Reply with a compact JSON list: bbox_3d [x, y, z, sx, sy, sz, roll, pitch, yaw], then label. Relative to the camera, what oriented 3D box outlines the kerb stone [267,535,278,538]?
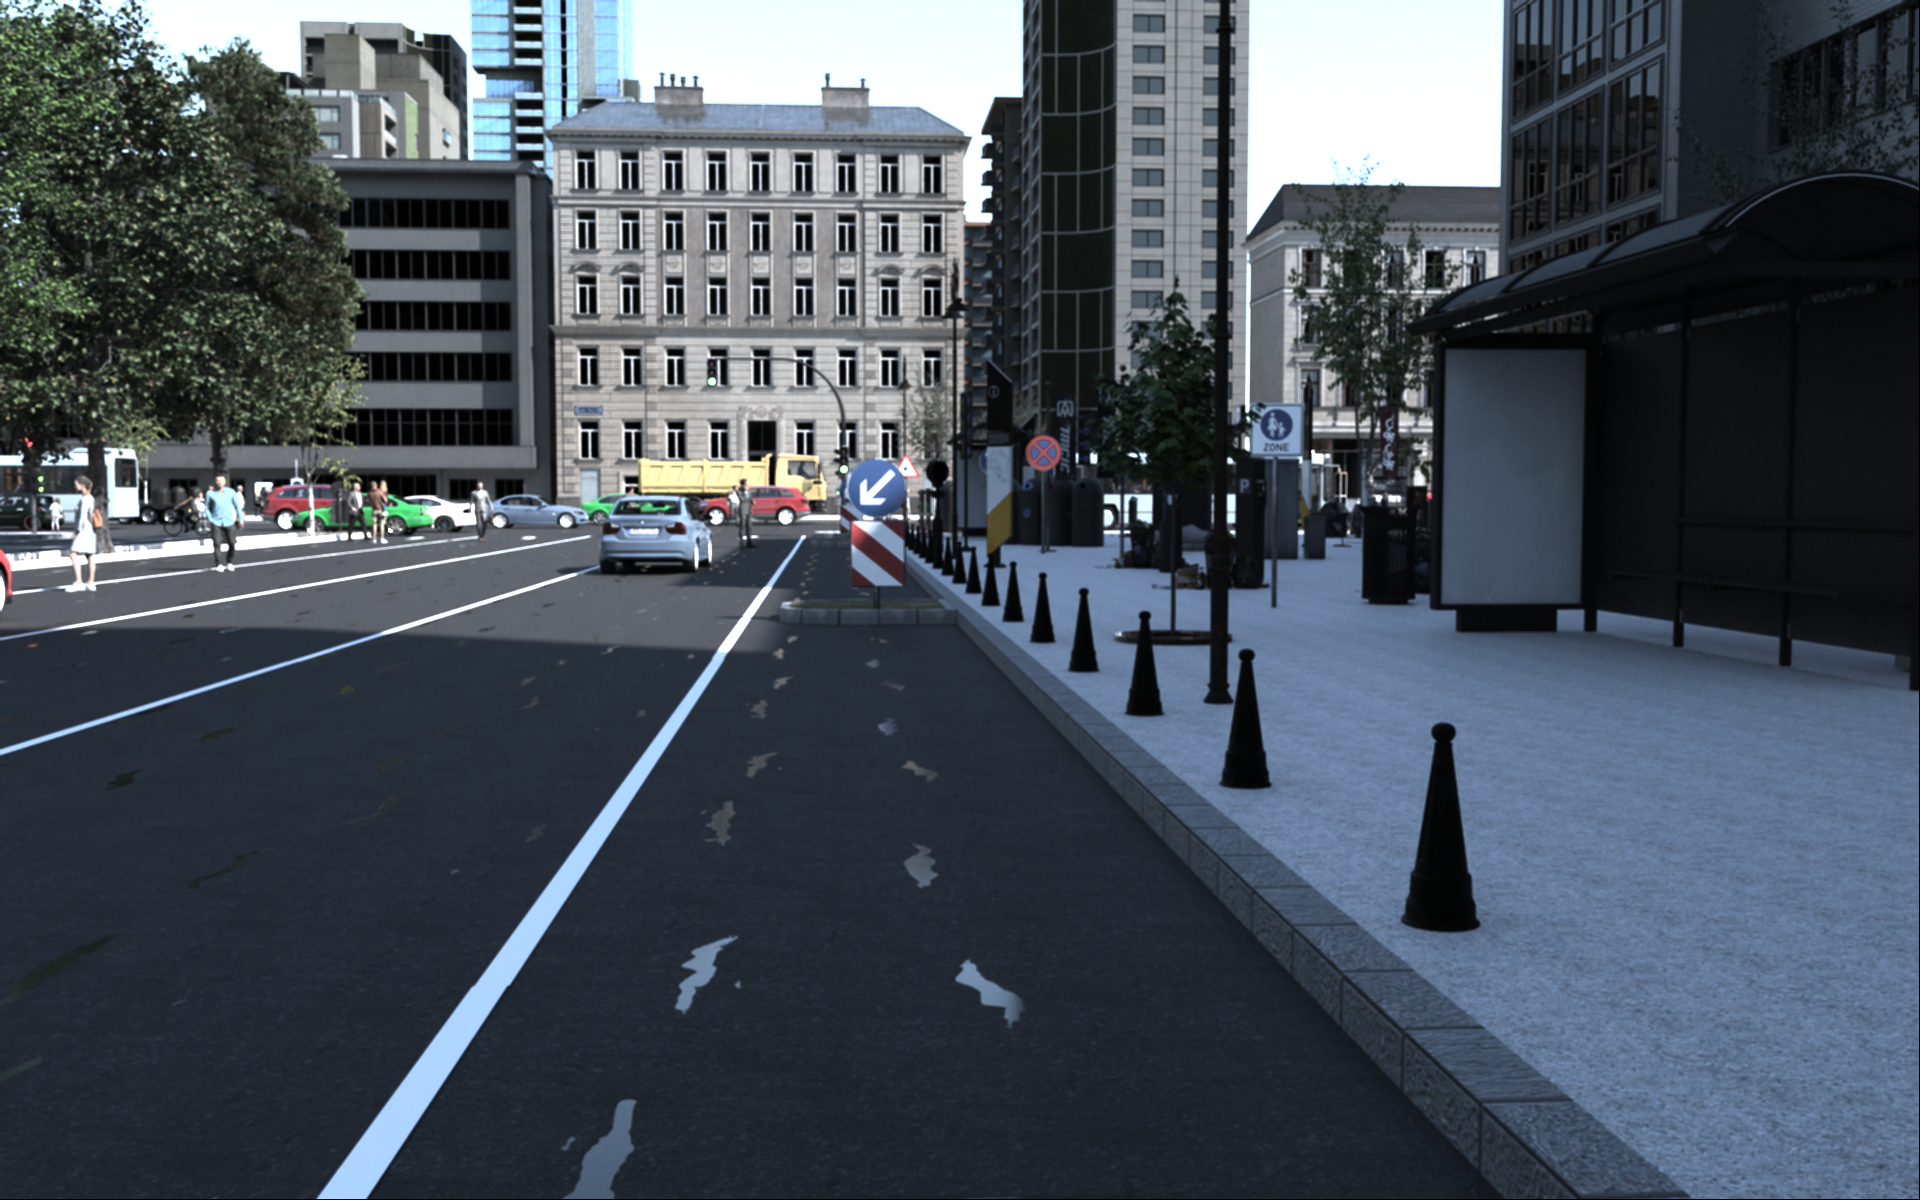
[{"bbox_3d":[-21.442,-1.921,53.660,0.120,0.150,1.000,0,4,-4],"label":"kerb stone"}]

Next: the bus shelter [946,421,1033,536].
[{"bbox_3d":[0.784,-3.425,49.917,2.014,3.302,5.546,0,4,-4],"label":"bus shelter"}]

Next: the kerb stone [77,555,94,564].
[{"bbox_3d":[-17.995,-0.804,35.344,0.120,0.150,1.000,0,4,-4],"label":"kerb stone"}]

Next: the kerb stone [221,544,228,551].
[{"bbox_3d":[-18.605,-1.306,43.548,0.120,0.150,1.000,0,4,-4],"label":"kerb stone"}]

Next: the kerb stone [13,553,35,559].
[{"bbox_3d":[-20.238,-0.921,37.253,0.120,0.150,1.000,0,4,-4],"label":"kerb stone"}]

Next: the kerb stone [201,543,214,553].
[{"bbox_3d":[-18.525,-1.243,42.525,0.120,0.150,1.000,0,4,-4],"label":"kerb stone"}]

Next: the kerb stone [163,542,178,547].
[{"bbox_3d":[-20.841,-1.423,45.457,0.120,0.150,1.000,0,4,-4],"label":"kerb stone"}]

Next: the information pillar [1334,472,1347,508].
[{"bbox_3d":[12.974,-3.338,59.068,0.304,2.012,0.304,-2,4,-32],"label":"information pillar"}]

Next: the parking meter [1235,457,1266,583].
[{"bbox_3d":[4.186,-1.177,24.955,0.255,1.863,0.399,-3,5,-42],"label":"parking meter"}]

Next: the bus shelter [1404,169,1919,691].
[{"bbox_3d":[5.367,-1.203,13.593,2.014,3.302,5.546,0,4,-4],"label":"bus shelter"}]

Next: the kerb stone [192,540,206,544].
[{"bbox_3d":[-20.989,-1.548,47.508,0.120,0.150,1.000,0,4,-4],"label":"kerb stone"}]

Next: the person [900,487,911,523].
[{"bbox_3d":[-1.999,-3.335,64.039,0.522,1.701,0.512,-1,4,-8],"label":"person"}]

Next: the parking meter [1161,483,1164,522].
[{"bbox_3d":[4.580,-1.942,37.458,0.399,1.863,0.255,3,4,36],"label":"parking meter"}]

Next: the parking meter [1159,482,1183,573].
[{"bbox_3d":[3.454,-1.219,28.349,0.372,1.533,0.369,0,3,0],"label":"parking meter"}]

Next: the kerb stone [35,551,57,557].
[{"bbox_3d":[-20.315,-0.980,38.283,0.120,0.150,1.000,0,4,-4],"label":"kerb stone"}]

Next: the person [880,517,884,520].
[{"bbox_3d":[-3.928,-4.682,85.235,0.473,1.802,0.592,1,4,19],"label":"person"}]

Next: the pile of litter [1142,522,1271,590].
[{"bbox_3d":[3.435,-0.598,23.747,1.719,0.858,1.176,0,4,2],"label":"pile of litter"}]

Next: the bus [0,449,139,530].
[{"bbox_3d":[-40.754,-4.623,70.452,13.247,3.499,2.948,0,4,-4],"label":"bus"}]

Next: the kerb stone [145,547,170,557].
[{"bbox_3d":[-18.305,-1.055,39.450,0.120,0.150,1.000,0,4,-4],"label":"kerb stone"}]

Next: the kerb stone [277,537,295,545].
[{"bbox_3d":[-18.975,-1.619,48.694,0.120,0.150,1.000,0,4,-4],"label":"kerb stone"}]

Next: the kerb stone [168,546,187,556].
[{"bbox_3d":[-18.378,-1.118,40.477,0.120,0.150,1.000,0,4,-4],"label":"kerb stone"}]

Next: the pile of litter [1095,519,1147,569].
[{"bbox_3d":[3.216,-0.990,30.155,1.719,0.858,1.176,3,5,40],"label":"pile of litter"}]

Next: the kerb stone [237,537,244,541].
[{"bbox_3d":[-21.219,-1.735,50.578,0.120,0.150,1.000,0,4,-4],"label":"kerb stone"}]

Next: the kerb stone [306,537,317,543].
[{"bbox_3d":[-19.134,-1.746,50.750,0.120,0.150,1.000,0,4,-4],"label":"kerb stone"}]

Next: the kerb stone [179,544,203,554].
[{"bbox_3d":[-18.453,-1.181,41.501,0.120,0.150,1.000,0,4,-4],"label":"kerb stone"}]

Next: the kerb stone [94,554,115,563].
[{"bbox_3d":[-18.072,-0.867,36.373,0.120,0.150,1.000,0,4,-4],"label":"kerb stone"}]

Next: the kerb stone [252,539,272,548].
[{"bbox_3d":[-18.823,-1.489,46.633,0.120,0.150,1.000,0,4,-4],"label":"kerb stone"}]

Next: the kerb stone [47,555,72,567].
[{"bbox_3d":[-17.924,-0.740,34.321,0.120,0.150,1.000,0,4,-4],"label":"kerb stone"}]

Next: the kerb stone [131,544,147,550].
[{"bbox_3d":[-20.693,-1.298,43.410,0.120,0.150,1.000,0,4,-4],"label":"kerb stone"}]

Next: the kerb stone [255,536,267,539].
[{"bbox_3d":[-21.368,-1.859,52.632,0.120,0.150,1.000,0,4,-4],"label":"kerb stone"}]

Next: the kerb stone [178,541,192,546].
[{"bbox_3d":[-20.915,-1.479,46.481,0.120,0.150,1.000,0,4,-4],"label":"kerb stone"}]

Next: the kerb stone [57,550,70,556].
[{"bbox_3d":[-20.397,-1.047,39.306,0.120,0.150,1.000,0,4,-4],"label":"kerb stone"}]

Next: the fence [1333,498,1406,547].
[{"bbox_3d":[10.235,-1.938,42.889,2.264,1.192,0.480,-2,4,-32],"label":"fence"}]

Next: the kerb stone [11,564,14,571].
[{"bbox_3d":[-17.771,-0.616,32.267,0.120,0.150,1.000,0,4,-4],"label":"kerb stone"}]

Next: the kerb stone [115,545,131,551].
[{"bbox_3d":[-20.616,-1.235,42.384,0.120,0.150,1.000,0,4,-4],"label":"kerb stone"}]

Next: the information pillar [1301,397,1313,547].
[{"bbox_3d":[8.440,-3.104,42.111,0.183,3.616,0.504,-1,4,-9],"label":"information pillar"}]

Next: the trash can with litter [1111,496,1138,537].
[{"bbox_3d":[5.387,-2.515,52.170,1.678,1.210,2.233,1,4,17],"label":"trash can with litter"}]

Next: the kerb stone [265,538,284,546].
[{"bbox_3d":[-18.903,-1.557,47.670,0.120,0.150,1.000,0,4,-4],"label":"kerb stone"}]

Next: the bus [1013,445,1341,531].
[{"bbox_3d":[8.485,-4.402,66.834,13.247,3.499,2.948,0,4,-6],"label":"bus"}]

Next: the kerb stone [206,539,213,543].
[{"bbox_3d":[-21.070,-1.611,48.531,0.120,0.150,1.000,0,4,-4],"label":"kerb stone"}]

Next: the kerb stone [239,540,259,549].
[{"bbox_3d":[-18.747,-1.428,45.598,0.120,0.150,1.000,0,4,-4],"label":"kerb stone"}]

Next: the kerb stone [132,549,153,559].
[{"bbox_3d":[-18.217,-0.992,38.427,0.120,0.150,1.000,0,4,-4],"label":"kerb stone"}]

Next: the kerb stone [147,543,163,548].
[{"bbox_3d":[-20.771,-1.355,44.433,0.120,0.150,1.000,0,4,-4],"label":"kerb stone"}]

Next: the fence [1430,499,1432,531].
[{"bbox_3d":[7.729,-1.010,27.713,0.480,1.192,2.264,0,4,5],"label":"fence"}]

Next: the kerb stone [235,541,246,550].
[{"bbox_3d":[-18.677,-1.369,44.571,0.120,0.150,1.000,0,4,-4],"label":"kerb stone"}]

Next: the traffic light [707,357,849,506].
[{"bbox_3d":[-6.002,-5.085,57.801,4.771,5.953,1.251,0,4,-4],"label":"traffic light"}]

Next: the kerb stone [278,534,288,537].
[{"bbox_3d":[-21.521,-1.987,54.689,0.120,0.150,1.000,0,4,-4],"label":"kerb stone"}]

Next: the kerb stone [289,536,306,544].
[{"bbox_3d":[-19.052,-1.684,49.727,0.120,0.150,1.000,0,4,-4],"label":"kerb stone"}]

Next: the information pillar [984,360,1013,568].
[{"bbox_3d":[0.680,-2.372,30.142,0.504,3.616,0.183,2,4,32],"label":"information pillar"}]

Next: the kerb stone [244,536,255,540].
[{"bbox_3d":[-21.298,-1.799,51.602,0.120,0.150,1.000,0,4,-4],"label":"kerb stone"}]

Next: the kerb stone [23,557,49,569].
[{"bbox_3d":[-17.848,-0.678,33.297,0.120,0.150,1.000,0,4,-4],"label":"kerb stone"}]

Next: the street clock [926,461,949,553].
[{"bbox_3d":[-0.491,-2.027,37.704,0.471,2.002,0.358,-3,5,-39],"label":"street clock"}]

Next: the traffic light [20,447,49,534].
[{"bbox_3d":[-30.063,-4.113,56.170,0.839,4.253,0.868,0,4,-4],"label":"traffic light"}]

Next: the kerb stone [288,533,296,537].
[{"bbox_3d":[-21.593,-2.050,55.719,0.120,0.150,1.000,0,4,-4],"label":"kerb stone"}]

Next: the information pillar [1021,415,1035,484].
[{"bbox_3d":[1.988,-3.650,51.029,0.504,3.616,0.183,-2,4,-28],"label":"information pillar"}]

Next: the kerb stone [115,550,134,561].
[{"bbox_3d":[-18.148,-0.927,37.397,0.120,0.150,1.000,0,4,-4],"label":"kerb stone"}]

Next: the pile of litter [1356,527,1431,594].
[{"bbox_3d":[6.074,-0.526,22.570,1.719,0.858,1.176,2,4,33],"label":"pile of litter"}]
